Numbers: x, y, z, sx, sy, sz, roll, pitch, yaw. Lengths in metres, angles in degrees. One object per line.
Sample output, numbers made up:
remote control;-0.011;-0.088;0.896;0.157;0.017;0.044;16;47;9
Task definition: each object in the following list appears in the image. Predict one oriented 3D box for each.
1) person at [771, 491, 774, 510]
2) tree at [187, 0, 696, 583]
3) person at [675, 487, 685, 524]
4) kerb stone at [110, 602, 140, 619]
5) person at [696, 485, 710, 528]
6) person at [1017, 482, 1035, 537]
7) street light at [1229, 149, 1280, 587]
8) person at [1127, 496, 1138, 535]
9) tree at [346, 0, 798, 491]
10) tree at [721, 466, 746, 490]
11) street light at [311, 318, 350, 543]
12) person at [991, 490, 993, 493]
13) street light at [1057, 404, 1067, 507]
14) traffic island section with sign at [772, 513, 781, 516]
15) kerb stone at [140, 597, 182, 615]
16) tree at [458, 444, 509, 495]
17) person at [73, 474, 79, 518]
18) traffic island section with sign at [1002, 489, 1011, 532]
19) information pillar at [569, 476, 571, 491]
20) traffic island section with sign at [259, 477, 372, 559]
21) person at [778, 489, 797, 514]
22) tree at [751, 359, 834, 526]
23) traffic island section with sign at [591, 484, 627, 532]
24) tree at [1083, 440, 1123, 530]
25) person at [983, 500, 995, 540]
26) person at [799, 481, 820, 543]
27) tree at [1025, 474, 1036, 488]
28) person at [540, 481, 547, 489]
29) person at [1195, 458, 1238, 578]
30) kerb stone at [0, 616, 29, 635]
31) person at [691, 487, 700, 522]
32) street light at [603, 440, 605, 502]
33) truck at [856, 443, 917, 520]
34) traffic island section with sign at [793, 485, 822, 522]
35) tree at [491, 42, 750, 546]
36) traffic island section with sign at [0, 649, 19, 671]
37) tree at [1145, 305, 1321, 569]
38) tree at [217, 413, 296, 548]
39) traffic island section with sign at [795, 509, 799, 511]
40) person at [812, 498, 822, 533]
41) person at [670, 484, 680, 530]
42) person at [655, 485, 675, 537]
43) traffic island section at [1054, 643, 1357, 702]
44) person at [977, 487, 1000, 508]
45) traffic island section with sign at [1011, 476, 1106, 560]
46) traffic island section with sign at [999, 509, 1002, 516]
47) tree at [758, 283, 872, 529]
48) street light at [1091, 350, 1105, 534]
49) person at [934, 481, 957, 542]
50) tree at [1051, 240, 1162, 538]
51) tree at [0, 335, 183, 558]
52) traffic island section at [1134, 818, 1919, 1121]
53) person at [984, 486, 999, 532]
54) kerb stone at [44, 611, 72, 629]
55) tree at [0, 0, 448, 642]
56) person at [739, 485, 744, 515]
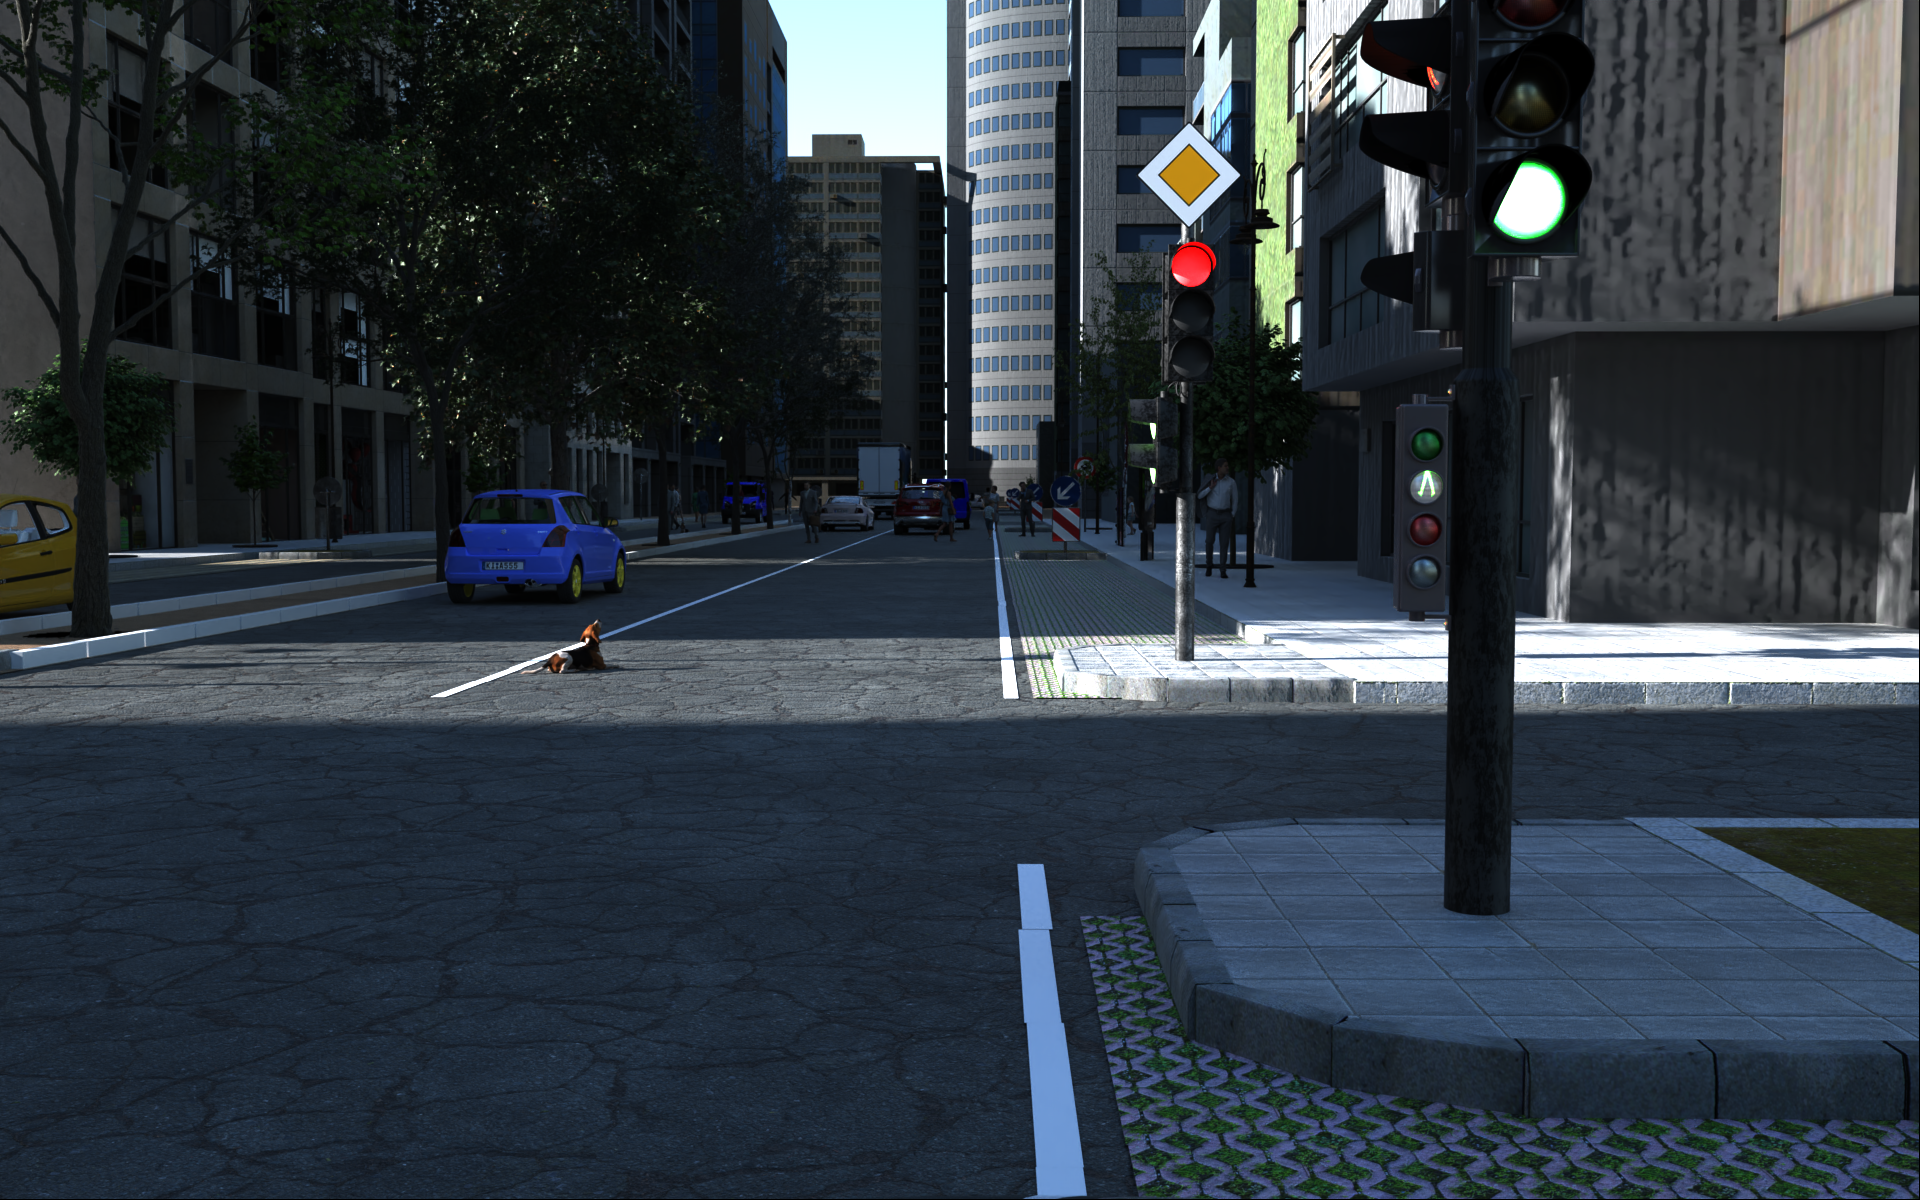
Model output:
person;-14.898;-7.936;136.253;0.683;1.767;0.568;1;4;15
tree;-8.186;-5.553;27.666;8.767;10.594;7.601;0;4;1
person;-13.432;-4.511;82.590;0.599;1.781;0.374;1;4;18
kerb stone;-9.686;0.150;19.749;0.120;0.150;1.000;0;4;1
person;-10.834;-3.941;72.965;0.581;1.822;0.654;0;4;3
person;2.227;-3.047;58.127;0.655;1.846;0.447;1;4;19
street light;3.996;-3.113;23.686;0.468;5.910;1.993;0;4;1
person;5.417;-2.640;54.221;0.382;1.210;0.505;0;4;-2
tree;-8.435;-7.146;36.296;9.611;12.733;9.660;0;3;0
tree;-15.534;-7.588;118.660;1.663;3.219;1.824;0;3;0
street light;-16.551;-4.458;45.680;0.468;5.910;1.993;0;4;1
person;2.247;-6.952;122.892;1.217;1.743;0.721;3;5;40
street light;5.139;-7.011;87.415;0.468;5.910;1.993;0;4;1
traffic island section with sign;-12.975;-6.531;115.408;1.989;1.847;2.006;0;4;1
kerb stone;-9.663;0.087;20.781;0.120;0.150;1.000;0;4;1
tree;-16.405;-3.926;58.791;1.663;3.219;1.824;0;3;0
person;-14.912;-1.249;29.196;0.573;1.790;0.520;-1;4;-23
traffic island section with sign;2.674;-3.466;65.300;1.989;1.847;2.006;0;4;1
information pillar;-15.864;-3.985;69.646;0.304;2.012;0.304;3;5;40
traffic island section with sign;-14.317;-1.842;38.743;1.989;1.847;2.006;0;4;1
person;-12.153;-6.951;122.167;1.348;1.821;0.705;-1;4;-13
tree;-7.515;-7.558;76.388;4.360;8.622;3.978;0;3;0
traffic island section with sign;-13.834;-3.520;66.177;1.989;1.847;2.006;0;4;1
tree;5.152;-4.167;62.735;1.663;3.219;1.824;0;3;0
person;0.918;-2.533;54.603;0.352;1.250;0.332;-2;4;-35
person;-4.419;-2.570;50.632;0.709;1.813;0.853;1;4;17
tree;6.627;-10.464;165.688;1.663;3.219;1.824;0;3;0
person;-11.672;-2.457;48.842;0.661;1.801;0.590;-3;5;-42
person;3.943;-1.255;26.668;0.679;1.850;0.850;0;4;-2
kerb stone;-9.719;0.275;17.703;0.120;0.150;1.000;0;4;1
person;-13.285;-4.809;87.366;0.600;1.795;0.529;0;4;3
street light;-15.992;-6.419;77.736;0.468;5.910;1.993;0;4;1
truck;-4.209;-6.794;99.999;2.839;4.237;11.283;0;4;2
traffic island section with sign;-7.427;-4.906;88.343;2.006;1.907;1.989;0;4;1
tree;-8.139;-8.216;47.158;12.009;13.543;11.850;0;3;0
traffic island section with sign;-8.731;-0.311;13.216;2.006;1.907;1.989;0;4;1
tree;4.817;-2.852;30.339;4.285;4.588;4.351;0;3;0
tree;-16.982;-2.878;41.656;1.663;3.219;1.824;0;3;0
traffic island section with sign;-12.499;-8.219;143.007;1.989;1.847;2.006;0;4;1
person;-5.344;-3.154;64.340;0.475;1.303;0.640;1;4;19
person;-11.507;-3.718;69.382;0.679;1.850;0.850;2;4;32
person;-9.784;-2.995;57.566;0.635;1.810;0.391;0;4;5
traffic island section;1.755;0.545;13.372;2.009;0.180;2.903;0;4;1
person;1.605;-5.519;98.742;1.348;1.824;0.705;1;4;10
traffic island section with sign;2.201;-1.818;38.349;1.989;1.847;2.006;0;4;1
traffic island section with sign;3.544;-6.513;115.111;1.989;1.847;2.006;0;4;1
tree;-7.667;-8.159;70.261;8.767;10.594;7.601;0;4;1
street light;4.418;-5.062;55.553;0.468;5.910;1.993;0;4;1
person;-0.392;-2.650;51.929;0.778;1.811;0.616;-2;4;-32
tree;4.767;-6.139;50.731;4.737;8.622;4.395;0;3;0
tree;-17.344;-3.132;34.919;4.285;4.588;4.351;0;3;0
traffic island section;1.615;1.033;5.388;2.009;0.180;2.903;0;4;1
person;1.237;-3.493;66.181;0.480;1.755;0.524;2;4;33
kerb stone;-9.705;0.214;18.727;0.120;0.150;1.000;0;4;1
tree;-8.588;-5.422;16.862;9.928;11.665;9.643;0;3;0
person;-9.574;-4.055;74.776;0.580;1.828;0.573;3;4;39
